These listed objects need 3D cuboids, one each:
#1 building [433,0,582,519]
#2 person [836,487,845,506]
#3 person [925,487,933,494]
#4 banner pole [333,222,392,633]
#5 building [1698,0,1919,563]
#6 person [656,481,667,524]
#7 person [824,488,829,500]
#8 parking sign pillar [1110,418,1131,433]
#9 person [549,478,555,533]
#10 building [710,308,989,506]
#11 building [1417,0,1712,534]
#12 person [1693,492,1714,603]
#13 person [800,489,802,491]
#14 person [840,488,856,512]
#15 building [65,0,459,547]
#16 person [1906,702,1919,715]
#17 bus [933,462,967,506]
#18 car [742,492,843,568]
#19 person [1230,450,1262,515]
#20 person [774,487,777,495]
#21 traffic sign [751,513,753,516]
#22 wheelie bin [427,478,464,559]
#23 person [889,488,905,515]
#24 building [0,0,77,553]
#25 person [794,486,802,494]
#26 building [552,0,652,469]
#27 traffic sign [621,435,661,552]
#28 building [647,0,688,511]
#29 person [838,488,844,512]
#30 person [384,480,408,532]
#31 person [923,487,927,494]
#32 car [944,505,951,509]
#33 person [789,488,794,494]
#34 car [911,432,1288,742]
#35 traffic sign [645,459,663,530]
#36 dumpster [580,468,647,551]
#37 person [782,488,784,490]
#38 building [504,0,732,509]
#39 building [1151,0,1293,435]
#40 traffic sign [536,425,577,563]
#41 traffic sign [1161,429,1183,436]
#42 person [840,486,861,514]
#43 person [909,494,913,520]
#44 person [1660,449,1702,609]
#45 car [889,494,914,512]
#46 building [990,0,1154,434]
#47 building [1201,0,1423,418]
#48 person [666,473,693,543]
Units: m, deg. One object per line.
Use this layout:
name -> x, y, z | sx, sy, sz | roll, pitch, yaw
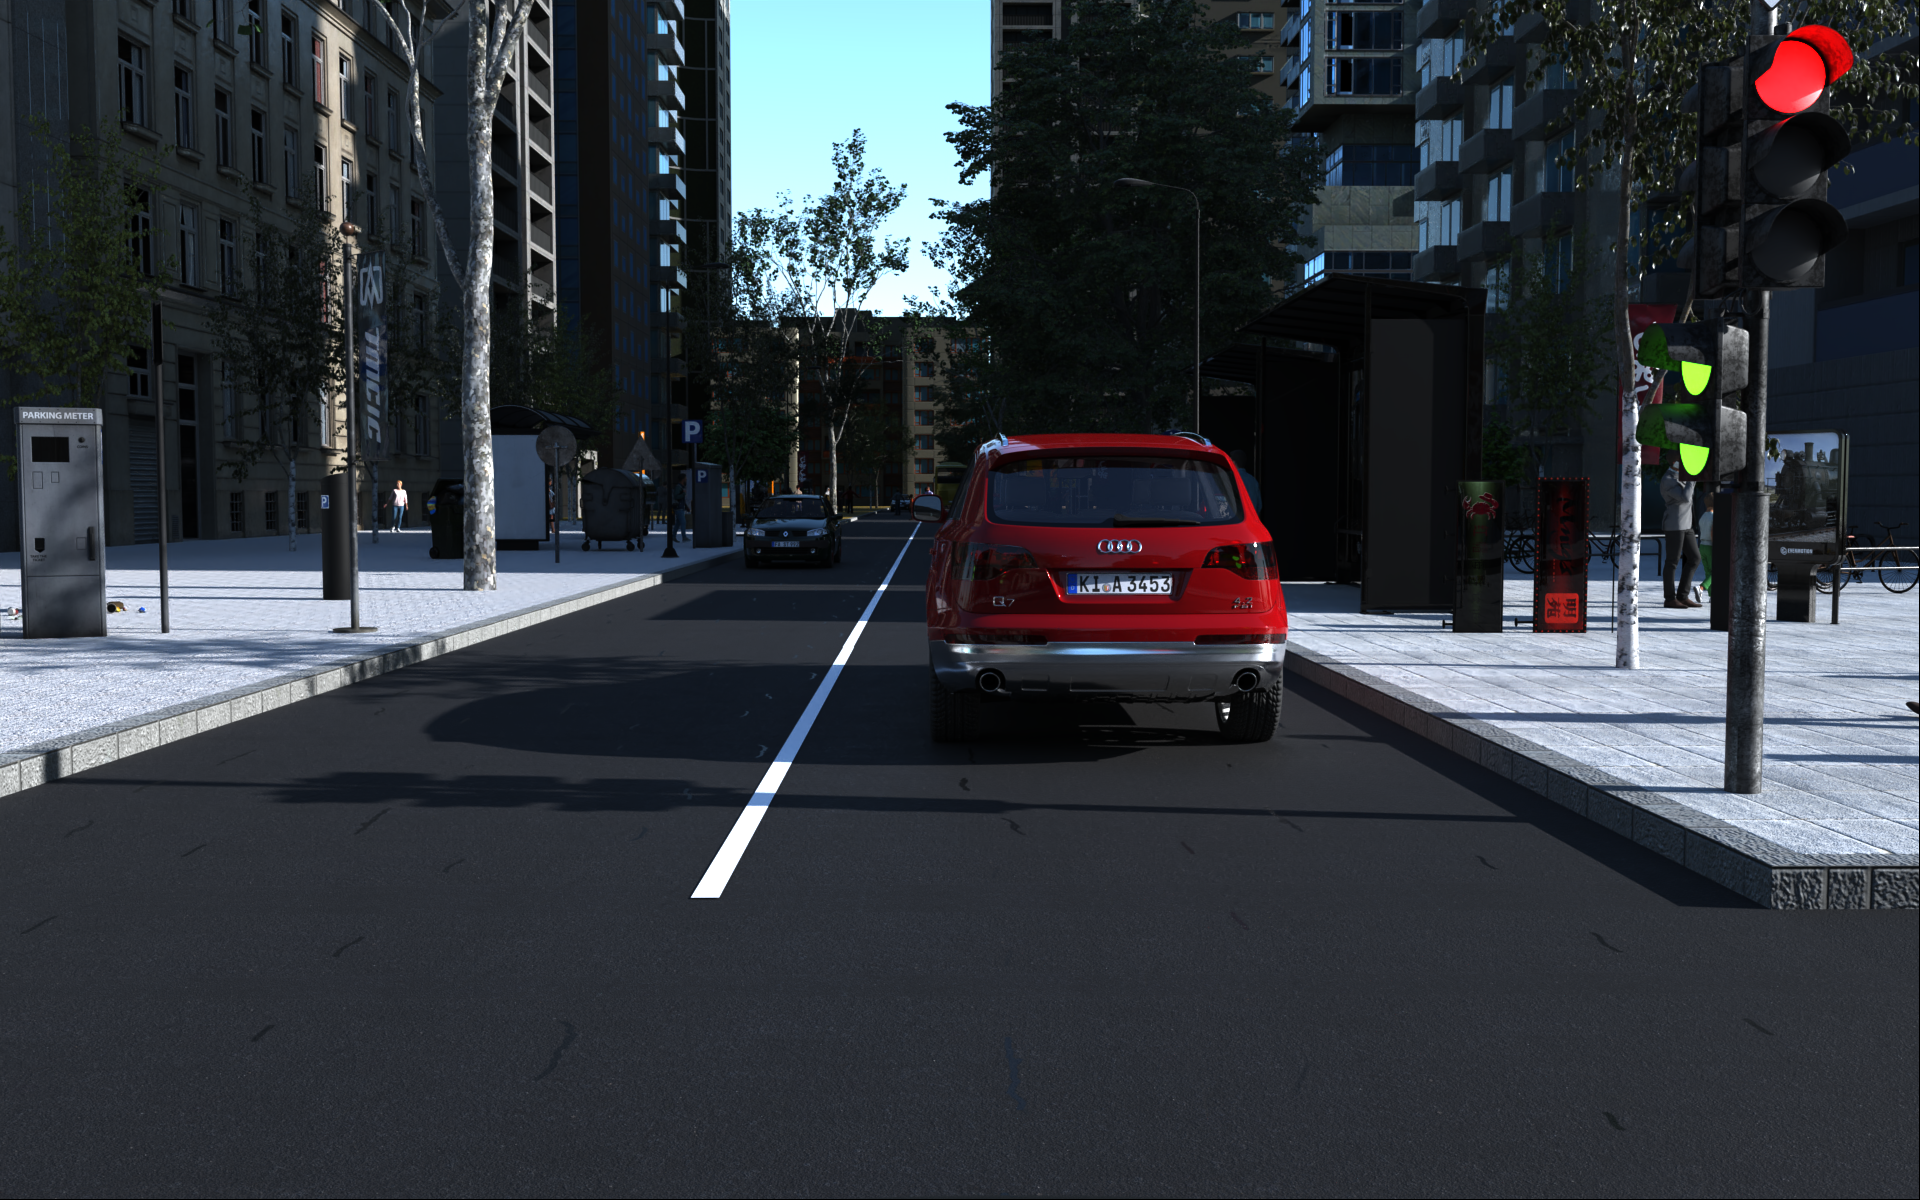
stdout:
building -> -30.861, -40.002, 92.292 | 20.563, 71.187, 20.611 | 0, 4, -1
person -> -10.097, -8.342, 142.391 | 1.348, 1.831, 0.705 | 0, 4, -8
person -> -1.767, -5.186, 93.152 | 0.709, 1.838, 0.599 | 2, 4, 29
banner pole -> -5.464, -1.583, 15.894 | 0.863, 3.779, 0.401 | 3, 5, 40
building -> 31.743, -29.912, 31.064 | 28.212, 58.520, 21.231 | 0, 4, -1
person -> -12.751, -4.187, 74.300 | 0.655, 1.846, 0.447 | 2, 4, 30
person -> -9.605, -7.357, 127.058 | 0.721, 1.736, 1.217 | 2, 4, 34
parking sign pillar -> 5.046, -4.100, 55.507 | 1.447, 3.967, 1.447 | 2, 4, 24
person -> -13.462, -3.079, 56.473 | 0.778, 1.811, 0.616 | -1, 4, -20
building -> -11.638, -21.323, 193.673 | 28.899, 21.520, 27.650 | 0, 4, -1
building -> 30.978, -27.364, 67.010 | 23.786, 49.044, 30.456 | 0, 4, -1
person -> 8.776, -0.613, 20.309 | 0.590, 1.304, 0.306 | -2, 4, -34
person -> -13.148, -8.403, 144.146 | 0.721, 1.736, 1.217 | 0, 4, -3
person -> -7.918, -7.078, 122.488 | 1.217, 1.743, 0.721 | 1, 4, 20
building -> -28.170, -13.599, 55.635 | 16.112, 22.955, 30.059 | 0, 4, -1
person -> 5.737, -0.195, 9.623 | 0.661, 1.777, 0.834 | -1, 4, -20
bus -> -0.637, -8.647, 132.919 | 2.896, 3.916, 12.252 | 0, 4, -1
car -> -3.330, -1.535, 34.889 | 2.009, 1.686, 4.222 | 0, 4, 0
person -> 3.428, -0.914, 21.013 | 0.660, 1.820, 0.620 | -3, 5, -44
person -> -14.681, -8.013, 136.921 | 0.709, 1.838, 0.599 | 1, 4, 23
traffic sign -> -8.337, -4.229, 69.244 | 0.768, 2.556, 0.104 | 0, 4, 1
wheelie bin -> -10.080, -1.620, 34.390 | 0.693, 1.594, 0.980 | 2, 4, 32
person -> -4.218, -6.629, 116.968 | 1.350, 1.814, 0.705 | -3, 5, -42
building -> -26.499, -12.961, 29.935 | 12.078, 24.808, 19.932 | 0, 4, -1
person -> -8.627, -5.195, 91.517 | 0.617, 1.759, 0.750 | -2, 4, -26
building -> -28.041, -28.186, 110.954 | 14.600, 45.320, 14.200 | 0, 4, -1
traffic sign -> -7.047, -2.340, 38.260 | 0.884, 2.594, 0.081 | 0, 3, 0
building -> -36.787, -31.316, 131.627 | 30.456, 49.044, 23.786 | 0, 4, -1
person -> -8.517, -7.262, 125.586 | 0.742, 1.727, 0.445 | 0, 4, 1
person -> -18.938, -3.139, 58.038 | 0.731, 1.740, 0.598 | -2, 4, -35
person -> -2.006, -5.781, 103.027 | 1.348, 1.823, 0.705 | -1, 4, -13
car -> 0.594, -2.664, 52.599 | 2.155, 1.783, 4.494 | 0, 4, 0
person -> -11.947, -7.007, 121.344 | 1.217, 1.736, 0.721 | 1, 4, 12
car -> 0.806, -0.177, 11.571 | 2.281, 1.827, 5.304 | 0, 4, -1
traffic sign -> -10.933, -3.753, 61.460 | 0.768, 2.556, 0.104 | 0, 4, 7
dumpster -> -7.904, -2.060, 39.438 | 1.264, 1.857, 1.865 | 0, 4, -1
person -> -12.441, -7.117, 123.204 | 0.445, 1.727, 0.742 | 3, 5, 43
building -> -36.348, -45.900, 188.713 | 20.611, 71.187, 20.563 | 0, 4, -1
building -> 26.746, -31.168, 133.291 | 21.300, 48.544, 21.600 | 0, 4, -1
traffic sign -> -7.499, -1.962, 32.183 | 0.768, 2.556, 0.104 | 0, 4, 2
traffic sign -> 4.211, -2.085, 34.191 | 0.768, 2.556, 0.104 | 0, 4, 6
person -> -7.227, -6.610, 114.071 | 1.348, 1.831, 0.705 | 0, 4, 5
person -> -2.692, -5.097, 95.088 | 0.557, 1.426, 1.065 | 0, 4, -1
person -> 8.113, -0.810, 19.469 | 0.592, 1.802, 0.473 | -3, 4, -39
car -> -4.745, -7.985, 140.342 | 2.009, 1.686, 4.222 | 0, 4, -1
building -> 13.809, -45.910, 188.874 | 20.611, 71.187, 20.563 | 0, 4, -1
building -> 28.279, -48.505, 105.730 | 22.319, 86.520, 31.000 | 0, 4, -1
person -> -7.296, -2.409, 45.412 | 0.713, 1.824, 0.794 | 1, 4, 16
